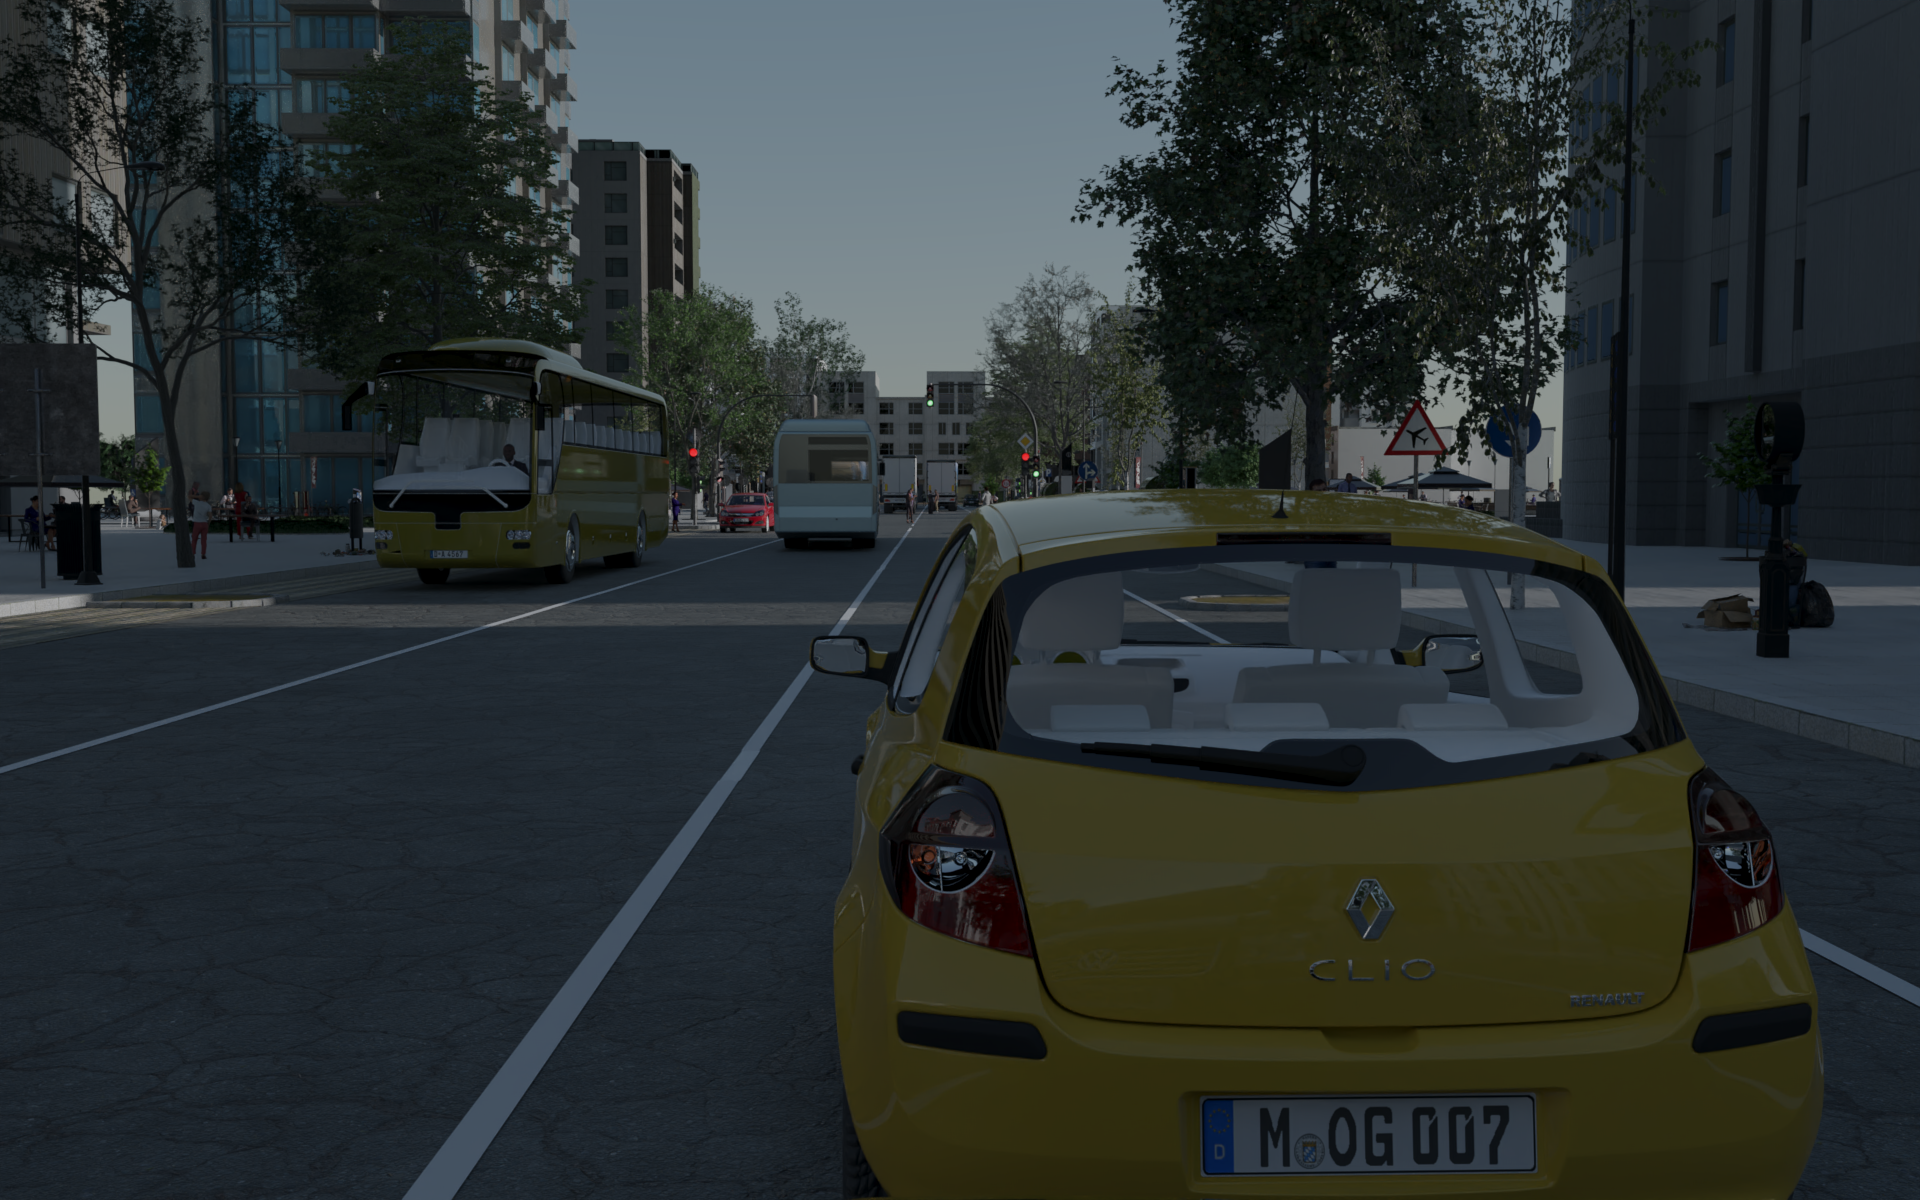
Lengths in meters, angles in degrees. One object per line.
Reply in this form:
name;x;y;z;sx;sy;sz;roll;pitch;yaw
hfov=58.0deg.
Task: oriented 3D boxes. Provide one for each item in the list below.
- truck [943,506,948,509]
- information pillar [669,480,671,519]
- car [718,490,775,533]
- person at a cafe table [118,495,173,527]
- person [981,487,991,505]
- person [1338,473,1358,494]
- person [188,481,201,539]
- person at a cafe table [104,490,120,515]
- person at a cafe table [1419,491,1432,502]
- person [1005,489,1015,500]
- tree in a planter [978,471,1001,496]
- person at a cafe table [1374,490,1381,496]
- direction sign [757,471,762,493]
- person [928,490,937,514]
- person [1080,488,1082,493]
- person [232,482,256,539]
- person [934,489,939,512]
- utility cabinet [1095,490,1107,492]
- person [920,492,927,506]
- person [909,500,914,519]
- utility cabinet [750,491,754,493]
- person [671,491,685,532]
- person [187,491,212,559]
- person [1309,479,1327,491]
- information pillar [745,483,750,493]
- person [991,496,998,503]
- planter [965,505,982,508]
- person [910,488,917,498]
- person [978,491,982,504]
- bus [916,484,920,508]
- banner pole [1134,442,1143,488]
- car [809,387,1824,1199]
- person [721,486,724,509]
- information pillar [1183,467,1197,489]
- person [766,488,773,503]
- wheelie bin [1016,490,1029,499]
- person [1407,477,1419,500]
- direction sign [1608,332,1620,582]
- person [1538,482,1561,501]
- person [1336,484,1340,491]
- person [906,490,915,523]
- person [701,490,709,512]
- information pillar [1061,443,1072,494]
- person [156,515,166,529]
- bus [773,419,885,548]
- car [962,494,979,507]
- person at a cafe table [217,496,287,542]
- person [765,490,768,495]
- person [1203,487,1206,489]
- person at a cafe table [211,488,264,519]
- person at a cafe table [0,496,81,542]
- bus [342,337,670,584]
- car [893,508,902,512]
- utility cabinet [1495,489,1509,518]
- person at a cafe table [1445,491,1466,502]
truck;-1.887;-11.020;169.084;2.839;4.237;11.283;0;4;0
information pillar;-15.146;-5.205;89.596;0.304;2.012;0.304;1;4;17
car;-8.018;-3.456;65.538;2.155;1.783;4.494;0;4;0
person at a cafe table;-32.229;-3.510;68.243;1.698;1.238;1.726;2;4;33
person;1.313;-4.905;88.838;0.875;1.805;0.789;-3;5;-43
person;10.277;-2.432;45.676;0.709;1.838;0.599;-1;4;-12
person;-21.742;-2.558;49.332;0.415;1.643;0.593;-3;5;-40
person at a cafe table;-51.398;-5.938;105.604;1.698;1.524;1.622;1;4;20
person at a cafe table;37.012;-7.981;139.012;1.698;1.524;1.622;3;4;36
person;5.214;-10.392;175.959;1.348;1.824;0.705;-2;4;-32
tree in a planter;2.267;-8.188;131.092;1.991;3.239;1.994;0;4;-1
person at a cafe table;16.888;-3.799;70.629;1.698;1.524;1.622;0;4;-4
direction sign;-14.745;-8.278;127.347;0.379;3.537;0.876;1;4;20
person;-1.951;-7.049;124.557;0.742;1.727;0.445;1;4;10
person;5.827;-4.591;83.066;0.435;1.587;0.963;-1;4;-16
person;-20.322;-2.530;49.116;0.593;1.614;0.444;2;4;33
person;-1.926;-7.998;139.388;0.434;1.807;0.598;2;4;30
utility cabinet;8.060;-5.656;101.154;1.173;1.500;0.318;-1;4;-12
person;-4.322;-12.432;212.551;1.217;1.735;0.721;1;4;15
person;-2.862;-5.318;98.685;0.421;1.427;0.697;2;4;26
utility cabinet;-14.766;-6.889;121.316;0.318;1.500;1.173;-1;4;-22
person;-10.534;-3.300;64.822;0.546;1.535;0.453;0;4;-5
person;-14.999;-1.479;34.127;0.435;1.345;0.340;-3;5;-42
person;3.641;-0.432;17.521;0.963;1.587;0.435;-2;4;-28
information pillar;-14.083;-6.735;114.605;0.304;2.012;0.304;-3;5;-43
person;2.687;-7.639;136.586;0.628;1.438;0.799;-1;4;-11
planter;1.551;-9.797;181.314;1.991;0.319;1.994;0;4;-1
person;-3.236;-6.715;118.158;0.599;1.838;0.709;-1;4;-17
person;2.591;-13.609;229.461;0.530;1.710;0.541;-2;4;-25
bus;-5.600;-11.078;175.992;2.948;3.499;13.247;0;4;-1
banner pole;8.622;-5.726;83.637;0.401;3.779;0.863;-2;4;-28
car;0.578;0.344;4.604;2.015;1.641;3.980;0;4;-2
person;-15.789;-6.661;115.078;0.434;1.807;0.598;2;4;30
information pillar;6.166;-2.576;46.603;0.304;2.012;0.304;-1;4;-10
person;-13.541;-7.190;124.328;0.841;1.734;0.376;1;4;23
wheelie bin;4.361;-6.870;120.227;0.980;1.594;0.693;-1;4;-19
person;13.584;-2.788;51.749;0.434;1.807;0.598;2;4;27
direction sign;9.288;-1.997;24.648;0.379;3.537;0.876;1;4;15
person;22.116;-3.555;64.883;0.841;1.734;0.376;0;4;5
person;10.630;-2.446;48.249;0.590;1.554;0.614;-3;5;-39
person;-2.399;-4.560;84.518;0.593;1.643;0.415;2;4;24
person;-16.310;-6.295;111.167;0.569;1.553;0.471;-2;4;-35
information pillar;4.850;-5.336;78.604;0.504;3.616;0.183;0;4;-6
person;-28.834;-2.815;62.544;0.381;0.543;0.357;3;4;37
bus;-3.600;-3.326;49.240;2.948;3.499;13.247;0;4;-2
car;1.189;-11.101;191.292;2.009;1.686;4.222;0;4;-2
person at a cafe table;-19.148;-2.196;46.769;1.698;1.238;1.726;-2;4;-24
person;-20.030;-10.544;179.235;0.742;1.727;0.445;-3;5;-45
person;17.223;-7.074;122.148;0.568;1.767;0.683;-1;4;-8
person at a cafe table;-28.918;-3.697;68.961;1.622;1.524;1.698;3;5;42
person at a cafe table;-24.529;-2.180;46.509;1.698;1.238;1.726;2;4;31
bus;-7.439;-2.408;30.916;2.896;3.916;12.252;0;4;0
car;-4.673;-8.104;141.544;2.155;1.783;4.494;0;4;-1
utility cabinet;25.380;-4.370;80.122;1.173;1.500;0.318;2;4;27
person at a cafe table;40.129;-7.983;139.038;1.698;1.524;1.622;-1;4;-13
